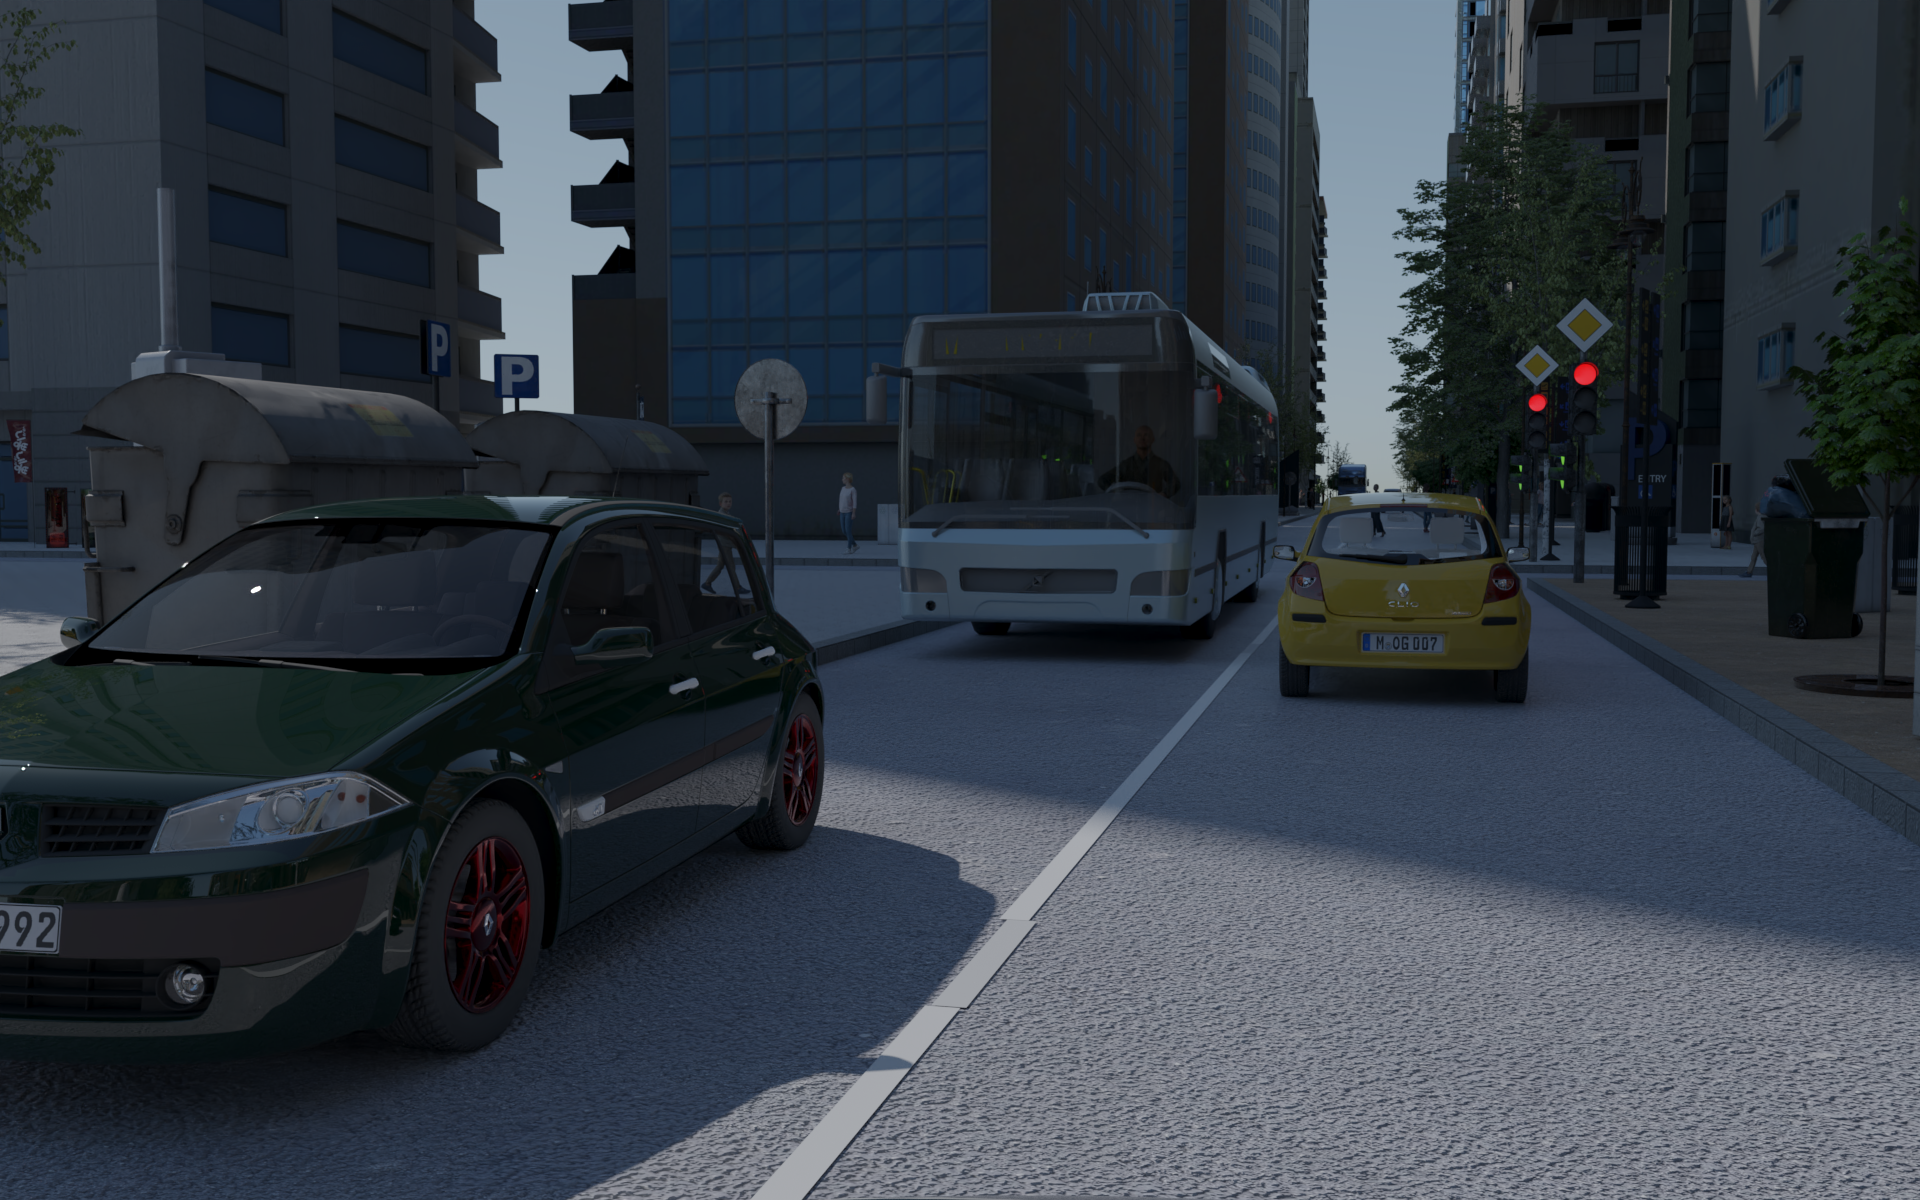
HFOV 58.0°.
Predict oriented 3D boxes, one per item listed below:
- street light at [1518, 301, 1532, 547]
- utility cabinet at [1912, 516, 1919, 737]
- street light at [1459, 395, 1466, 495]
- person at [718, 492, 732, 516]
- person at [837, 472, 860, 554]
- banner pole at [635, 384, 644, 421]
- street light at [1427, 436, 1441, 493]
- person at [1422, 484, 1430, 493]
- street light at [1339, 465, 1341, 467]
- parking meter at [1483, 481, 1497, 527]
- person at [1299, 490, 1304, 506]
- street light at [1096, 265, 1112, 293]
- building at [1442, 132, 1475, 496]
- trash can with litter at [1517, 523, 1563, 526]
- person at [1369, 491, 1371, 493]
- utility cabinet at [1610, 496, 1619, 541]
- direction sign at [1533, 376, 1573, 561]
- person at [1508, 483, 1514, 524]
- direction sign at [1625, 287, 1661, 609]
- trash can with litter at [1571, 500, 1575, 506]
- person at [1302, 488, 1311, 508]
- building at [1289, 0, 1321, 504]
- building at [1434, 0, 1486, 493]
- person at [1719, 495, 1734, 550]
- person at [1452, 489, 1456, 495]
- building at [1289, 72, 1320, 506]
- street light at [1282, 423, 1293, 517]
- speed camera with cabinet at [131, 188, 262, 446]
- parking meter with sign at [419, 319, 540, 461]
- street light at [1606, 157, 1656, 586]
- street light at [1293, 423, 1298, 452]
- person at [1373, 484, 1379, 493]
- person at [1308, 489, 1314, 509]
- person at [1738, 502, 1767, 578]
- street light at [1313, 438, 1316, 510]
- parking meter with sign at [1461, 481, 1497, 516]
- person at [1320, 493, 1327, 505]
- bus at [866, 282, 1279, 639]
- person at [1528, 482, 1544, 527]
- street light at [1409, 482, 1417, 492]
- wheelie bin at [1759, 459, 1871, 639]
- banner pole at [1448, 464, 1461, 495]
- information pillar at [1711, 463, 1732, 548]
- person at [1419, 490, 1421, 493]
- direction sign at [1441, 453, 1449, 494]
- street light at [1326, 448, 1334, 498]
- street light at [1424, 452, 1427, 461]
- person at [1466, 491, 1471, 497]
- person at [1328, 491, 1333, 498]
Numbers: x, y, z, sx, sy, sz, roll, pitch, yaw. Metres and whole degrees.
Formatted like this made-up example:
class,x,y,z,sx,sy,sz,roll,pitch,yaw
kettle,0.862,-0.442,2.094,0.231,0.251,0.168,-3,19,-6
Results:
class,x,y,z,sx,sy,sz,roll,pitch,yaw
street light,13.497,-4.201,41.481,0.468,5.910,1.993,1,4,14
utility cabinet,5.147,0.015,8.442,0.318,1.500,1.173,0,4,0
street light,21.287,-6.140,73.183,0.468,5.910,1.993,1,4,14
person,-3.010,-0.727,22.199,0.640,1.303,0.475,-1,4,-9
person,-2.367,-1.853,37.015,0.731,1.740,0.598,3,5,40
banner pole,-7.229,-3.012,39.261,0.401,3.779,0.863,-1,4,-22
street light,31.500,-8.707,115.142,0.468,5.910,1.993,1,4,14
person,17.416,-3.429,64.567,0.388,1.821,0.555,-1,4,-10
street light,48.813,-15.242,221.994,0.468,5.910,1.993,1,4,14
parking meter,18.024,-3.253,58.902,0.399,1.863,0.255,-1,4,-17
person,36.155,-10.786,182.917,0.750,1.759,0.617,2,4,33
street light,2.918,-3.818,35.205,0.468,5.910,1.993,1,4,14
building,62.344,-31.415,197.236,14.154,41.232,14.086,1,4,14
trash can with litter,23.406,-3.608,70.049,1.678,1.210,2.233,1,4,11
person,55.396,-13.801,234.087,1.348,1.831,0.705,-1,4,-18
utility cabinet,18.414,-2.230,47.626,1.020,1.237,0.306,-1,4,-18
direction sign,11.403,-2.530,33.364,0.876,3.537,0.379,-1,4,-15
person,23.502,-4.159,74.212,0.590,1.801,0.661,3,4,37
direction sign,7.696,-1.677,19.417,0.379,3.537,0.876,2,4,34
trash can with litter,25.122,-3.593,70.127,0.624,1.170,1.055,2,4,26
person,32.475,-9.517,161.269,1.348,1.869,0.705,-2,4,-27
building,36.594,-48.098,224.647,20.563,71.187,20.611,1,4,14
building,71.070,-55.310,216.988,22.319,86.520,31.000,1,4,14
person,17.703,-1.792,40.005,0.373,1.253,0.362,0,3,0
person,43.102,-8.860,151.427,0.721,1.766,1.217,3,4,38
building,31.111,-35.553,204.990,21.300,48.544,21.600,1,4,14
street light,18.497,-7.701,98.693,0.468,5.910,1.993,1,4,14
speed camera with cabinet,-4.479,-1.024,11.071,2.038,3.252,0.660,3,4,36
parking meter with sign,-4.482,-1.297,17.474,1.738,3.016,0.543,0,4,7
street light,9.314,-3.143,24.176,0.468,5.910,1.993,1,4,14
street light,21.067,-8.343,109.201,0.468,5.910,1.993,1,4,14
person,13.978,-3.007,58.087,0.534,1.772,0.576,-2,4,-33
person,30.764,-8.874,151.690,0.434,1.755,0.990,-1,4,-13
person,13.626,-1.022,29.488,0.640,1.303,0.475,1,4,18
street light,28.808,-10.272,140.729,0.468,5.910,1.993,1,4,14
parking meter with sign,18.841,-4.047,62.428,1.738,3.016,0.543,-1,4,-16
person,40.880,-11.548,194.814,0.705,1.831,1.348,-1,4,-23
bus,2.016,-1.544,20.097,2.948,3.499,13.247,1,4,14
person,22.419,-3.711,67.390,0.598,1.740,0.731,2,4,27
street light,51.344,-13.649,195.953,0.468,5.910,1.993,1,4,14
wheelie bin,7.617,-0.467,15.539,0.980,1.594,0.693,-1,4,-17
banner pole,25.739,-6.109,89.901,0.863,3.779,0.401,3,4,39
information pillar,18.034,-2.235,41.039,0.304,2.012,0.304,-1,4,-22
person,55.181,-12.329,207.697,1.350,1.814,0.705,-2,4,-35
direction sign,25.578,-6.069,91.224,0.876,3.537,0.379,-3,5,-41
street light,36.604,-12.202,172.284,0.468,5.910,1.993,1,4,14
street light,39.469,-10.655,146.998,0.468,5.910,1.993,1,4,14
person,22.240,-4.222,75.051,0.713,1.824,0.794,1,4,15
person,49.707,-13.821,232.729,0.721,1.735,1.217,-2,4,-28
